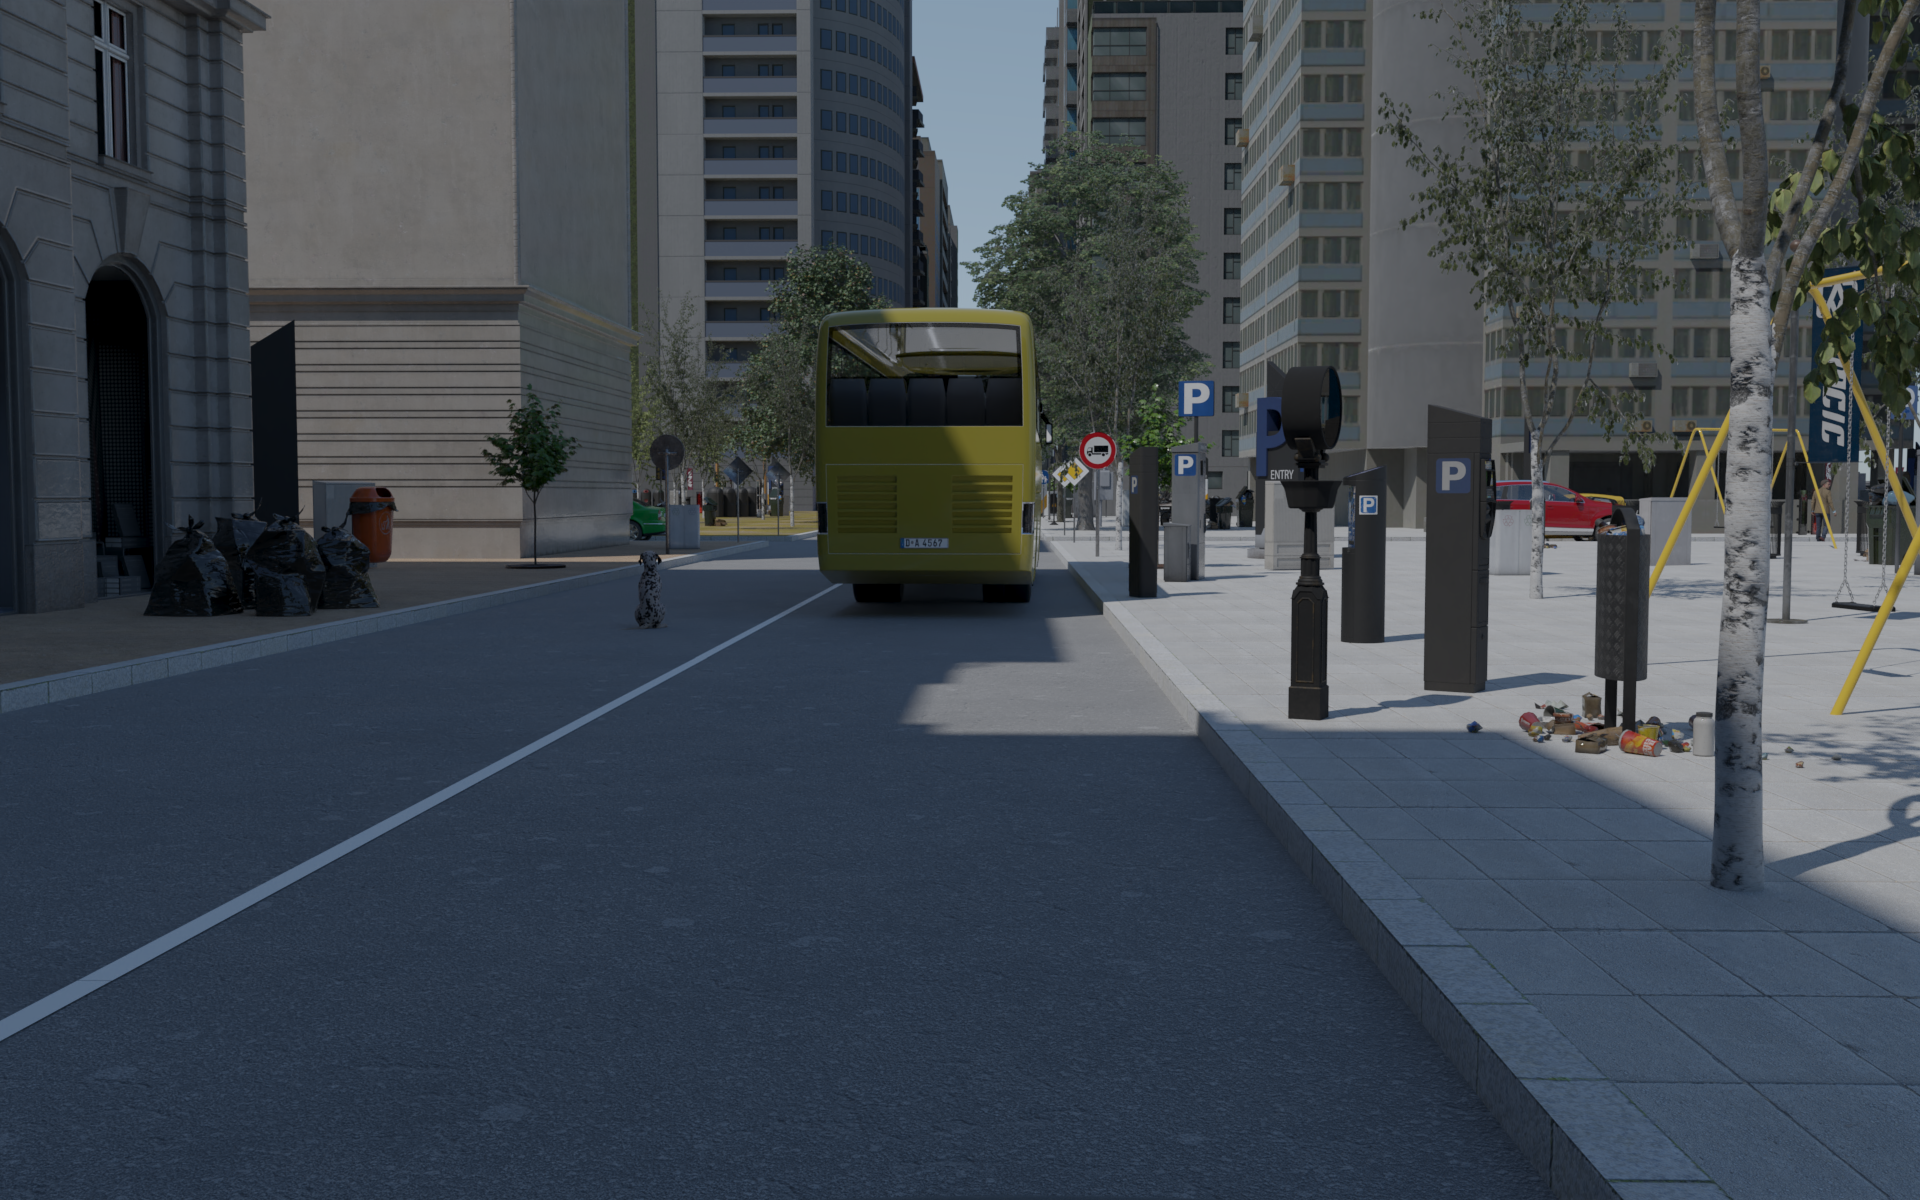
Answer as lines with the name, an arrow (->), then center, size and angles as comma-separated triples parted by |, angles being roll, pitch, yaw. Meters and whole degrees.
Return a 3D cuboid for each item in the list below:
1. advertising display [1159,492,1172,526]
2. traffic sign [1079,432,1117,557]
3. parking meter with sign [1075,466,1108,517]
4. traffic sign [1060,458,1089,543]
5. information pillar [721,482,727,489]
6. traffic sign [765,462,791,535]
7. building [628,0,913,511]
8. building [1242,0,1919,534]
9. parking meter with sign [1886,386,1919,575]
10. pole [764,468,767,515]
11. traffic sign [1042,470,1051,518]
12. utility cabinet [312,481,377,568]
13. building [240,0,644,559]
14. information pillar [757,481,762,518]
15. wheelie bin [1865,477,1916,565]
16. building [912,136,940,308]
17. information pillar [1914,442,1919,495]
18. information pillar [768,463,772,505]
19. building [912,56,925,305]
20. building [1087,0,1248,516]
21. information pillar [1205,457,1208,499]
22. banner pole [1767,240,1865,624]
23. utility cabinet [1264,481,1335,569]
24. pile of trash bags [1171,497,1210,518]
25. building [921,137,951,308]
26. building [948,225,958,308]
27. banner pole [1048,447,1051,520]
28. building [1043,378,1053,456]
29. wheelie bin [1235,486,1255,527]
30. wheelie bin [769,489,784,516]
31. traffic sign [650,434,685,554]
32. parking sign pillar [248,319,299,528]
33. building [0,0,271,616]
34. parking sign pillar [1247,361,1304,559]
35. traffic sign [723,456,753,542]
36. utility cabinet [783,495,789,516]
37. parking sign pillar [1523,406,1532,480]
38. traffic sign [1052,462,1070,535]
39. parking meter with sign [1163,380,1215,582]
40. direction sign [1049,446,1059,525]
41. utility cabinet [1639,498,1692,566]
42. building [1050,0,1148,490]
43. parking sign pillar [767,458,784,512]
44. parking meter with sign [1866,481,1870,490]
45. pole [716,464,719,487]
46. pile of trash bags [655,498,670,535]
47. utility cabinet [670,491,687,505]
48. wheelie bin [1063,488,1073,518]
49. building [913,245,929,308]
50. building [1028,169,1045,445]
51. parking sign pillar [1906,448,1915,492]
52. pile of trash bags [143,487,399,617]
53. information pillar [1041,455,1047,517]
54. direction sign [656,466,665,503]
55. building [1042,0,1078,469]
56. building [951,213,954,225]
advertising display -> 8.267, -3.951, 69.820 | 0.974, 1.923, 0.123 | 1, 4, 22
traffic sign -> 2.817, -2.160, 35.416 | 0.768, 2.556, 0.104 | 1, 4, 10
parking meter with sign -> 7.228, -6.061, 95.360 | 1.738, 3.016, 0.543 | 1, 4, 12
traffic sign -> 3.010, -2.568, 45.621 | 0.795, 2.450, 0.064 | 0, 4, 2
information pillar -> -14.245, -6.122, 104.580 | 0.304, 2.012, 0.304 | -1, 4, -22
traffic sign -> -5.653, -3.072, 53.875 | 0.795, 2.450, 0.064 | 0, 4, 2
building -> -15.164, -36.727, 142.481 | 21.231, 58.520, 28.212 | 0, 4, 2
building -> 24.498, -23.178, 70.845 | 23.993, 40.220, 32.217 | 0, 4, 2
parking meter with sign -> 15.373, -1.885, 27.078 | 0.543, 3.016, 1.738 | -1, 4, -18
pole -> -12.211, -7.009, 108.442 | 0.158, 3.312, 0.155 | 0, 3, 0
traffic sign -> 4.419, -5.598, 91.635 | 0.768, 2.556, 0.104 | 1, 4, 10
utility cabinet -> -10.387, -1.261, 29.292 | 0.318, 1.500, 1.173 | 1, 4, 23
building -> -18.306, -12.398, 38.864 | 21.152, 22.565, 11.583 | 0, 4, 2
information pillar -> -10.817, -5.469, 93.908 | 0.304, 2.012, 0.304 | -3, 4, -38
wheelie bin -> 16.872, -1.435, 31.366 | 0.693, 1.594, 0.980 | -1, 4, -15
building -> -9.759, -34.894, 220.631 | 14.600, 45.320, 14.200 | 0, 4, 2
information pillar -> 42.744, -5.255, 77.274 | 0.183, 3.616, 0.504 | 0, 4, -4
information pillar -> -13.457, -8.073, 123.344 | 0.504, 3.616, 0.183 | 2, 4, 24
building -> -14.901, -31.609, 171.432 | 22.147, 44.769, 28.867 | 0, 4, 2
building -> 14.688, -20.420, 105.566 | 14.160, 30.474, 14.107 | 0, 4, 2
information pillar -> 13.455, -6.377, 95.612 | 0.504, 3.616, 0.183 | 3, 4, 36
banner pole -> 8.404, -1.650, 16.997 | 0.863, 3.779, 0.401 | 3, 5, 43
utility cabinet -> 5.747, -1.259, 29.269 | 1.173, 1.500, 0.318 | -1, 4, -20
pile of trash bags -> 12.669, -5.089, 92.960 | 3.447, 1.369, 1.912 | 0, 4, -7
building -> -12.646, -37.611, 238.636 | 21.300, 48.544, 21.600 | 0, 4, 2
building -> -7.476, -35.042, 256.530 | 14.154, 41.232, 14.086 | 0, 4, 2
banner pole -> 4.399, -5.800, 84.843 | 0.401, 3.779, 0.863 | 1, 4, 8
building -> 17.624, -27.513, 221.540 | 14.160, 30.474, 14.107 | 0, 4, 2
wheelie bin -> 11.060, -3.623, 67.152 | 0.693, 1.594, 0.980 | 0, 4, -2
wheelie bin -> -10.522, -5.595, 99.383 | 0.980, 1.594, 0.693 | 2, 4, 35
traffic sign -> -6.249, -2.253, 36.940 | 0.768, 2.556, 0.104 | 0, 4, 8
parking sign pillar -> -10.927, -2.341, 26.743 | 1.447, 3.967, 1.447 | -1, 4, -23
building -> -15.928, -10.407, 11.959 | 13.314, 21.916, 24.055 | 0, 4, 2
parking sign pillar -> 6.483, -2.821, 34.595 | 1.447, 3.967, 1.447 | -2, 4, -30
traffic sign -> -5.880, -2.584, 45.893 | 0.795, 2.450, 0.064 | 0, 4, 2
utility cabinet -> -10.558, -5.570, 102.236 | 0.306, 1.237, 1.020 | 3, 5, 42
parking sign pillar -> 17.696, -3.988, 53.679 | 1.447, 3.967, 1.447 | 1, 4, 20
traffic sign -> 3.237, -3.056, 53.603 | 0.795, 2.450, 0.064 | 0, 4, 2
parking meter with sign -> 3.402, -1.815, 25.934 | 0.543, 3.016, 1.738 | 1, 4, 17
direction sign -> 3.899, -4.877, 71.729 | 0.379, 3.537, 0.876 | 0, 4, 0
utility cabinet -> 12.683, -1.223, 31.159 | 1.020, 1.237, 0.306 | -2, 4, -25
building -> 17.712, -42.768, 137.514 | 20.563, 71.187, 20.611 | 0, 4, 2
parking sign pillar -> -12.751, -8.046, 120.022 | 1.447, 3.967, 1.447 | -3, 4, -38
parking meter with sign -> 52.867, -6.390, 100.745 | 1.738, 3.016, 0.543 | 2, 4, 32
pole -> -16.297, -7.491, 116.313 | 0.158, 3.312, 0.155 | 0, 3, 0
pile of trash bags -> -10.567, -2.753, 54.772 | 3.447, 1.369, 1.912 | 1, 4, 17
utility cabinet -> -19.801, -6.920, 121.826 | 1.173, 1.500, 0.318 | -1, 4, -9
wheelie bin -> 5.501, -5.103, 91.344 | 0.693, 1.594, 0.980 | 3, 5, 44
building -> -10.767, -25.780, 193.207 | 14.160, 30.474, 14.107 | 0, 4, 2
building -> 25.206, -41.843, 273.375 | 28.713, 52.752, 27.495 | 0, 4, 2
parking sign pillar -> 51.702, -6.413, 93.322 | 1.447, 3.967, 1.447 | 2, 4, 31
pile of trash bags -> -7.458, -0.605, 19.642 | 1.912, 1.369, 3.447 | 1, 4, 13
information pillar -> 4.687, -6.480, 97.295 | 0.504, 3.616, 0.183 | -3, 5, -41
direction sign -> -17.025, -6.519, 98.586 | 0.379, 3.537, 0.876 | 2, 4, 29
building -> 19.013, -33.275, 163.648 | 23.786, 49.044, 30.456 | 0, 4, 2
building -> -11.878, -39.789, 274.248 | 21.300, 48.544, 21.600 | 0, 4, 2
